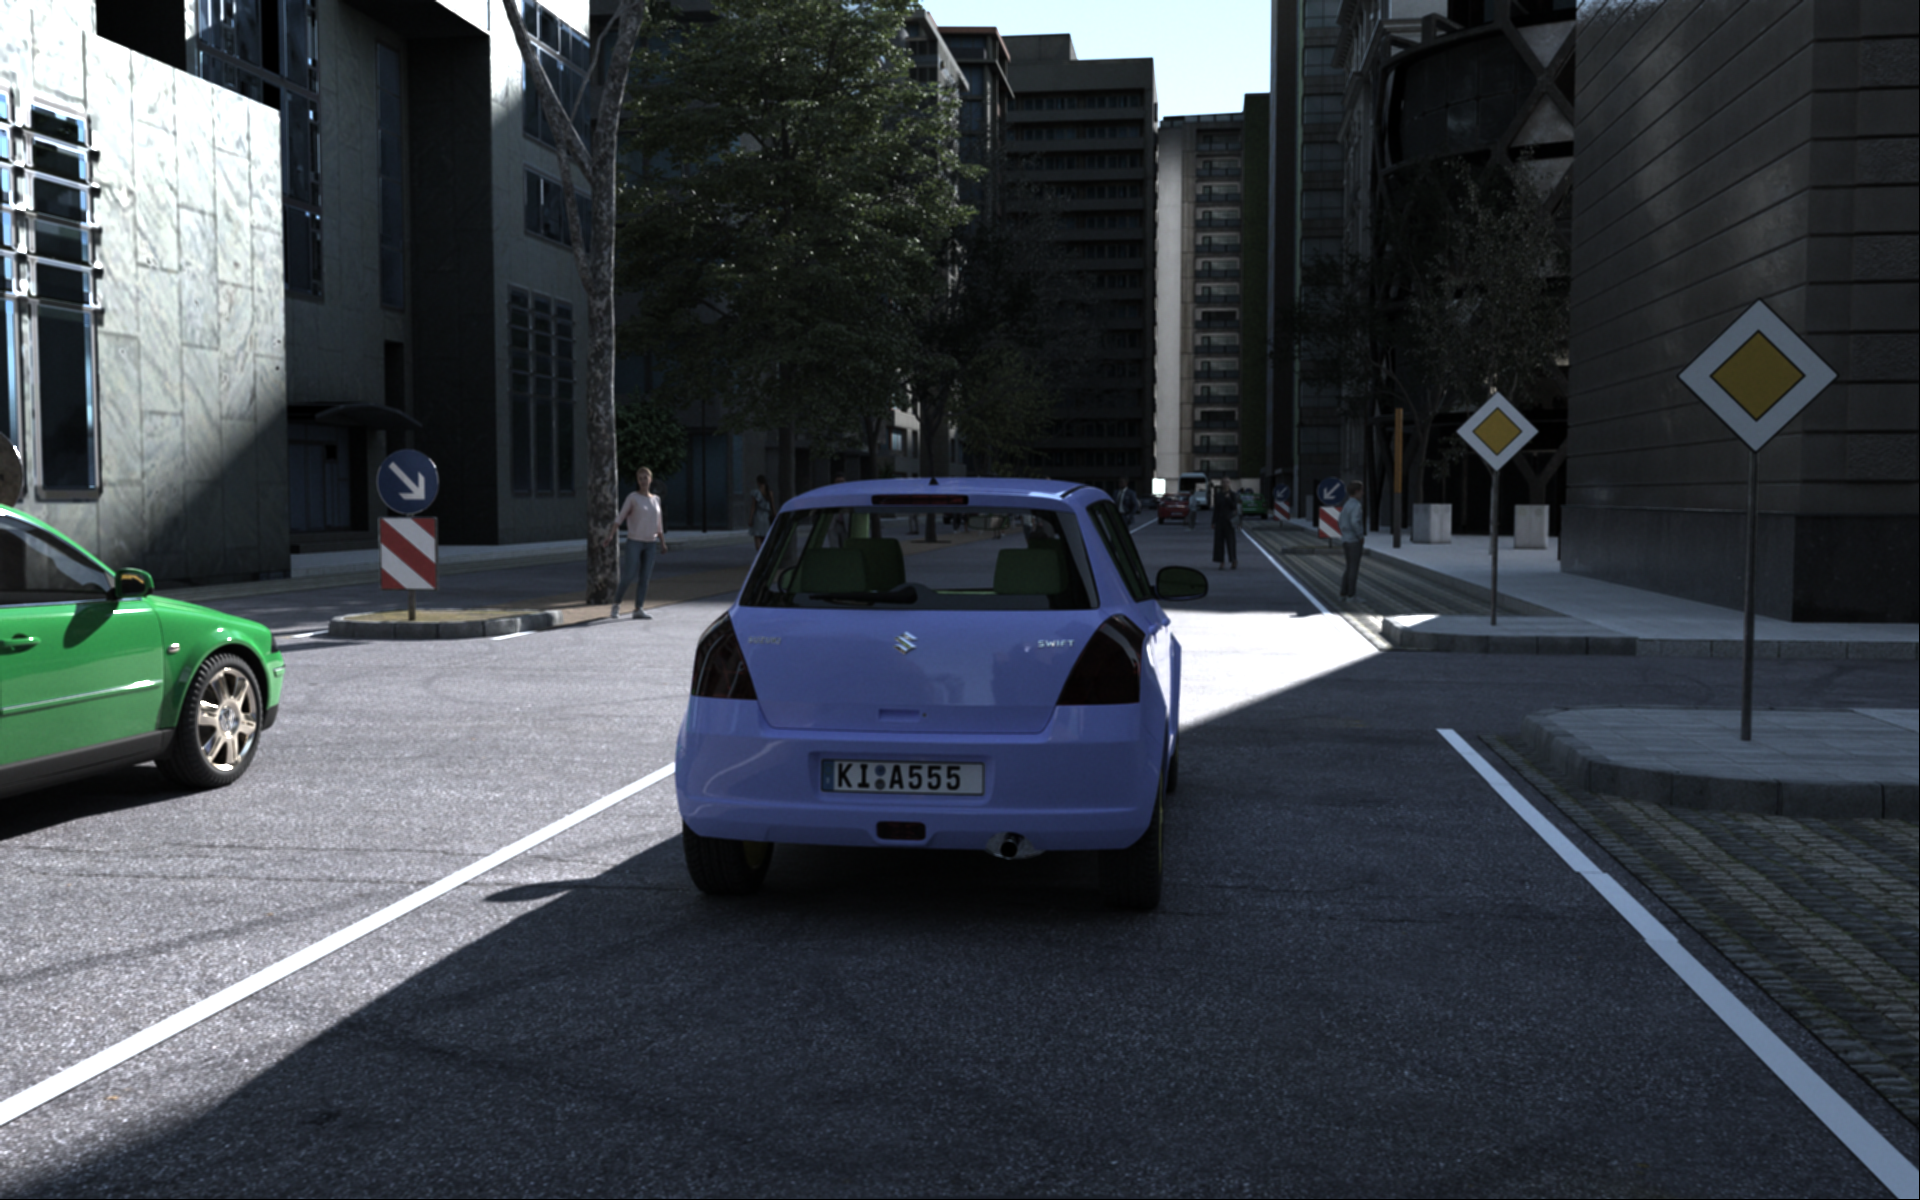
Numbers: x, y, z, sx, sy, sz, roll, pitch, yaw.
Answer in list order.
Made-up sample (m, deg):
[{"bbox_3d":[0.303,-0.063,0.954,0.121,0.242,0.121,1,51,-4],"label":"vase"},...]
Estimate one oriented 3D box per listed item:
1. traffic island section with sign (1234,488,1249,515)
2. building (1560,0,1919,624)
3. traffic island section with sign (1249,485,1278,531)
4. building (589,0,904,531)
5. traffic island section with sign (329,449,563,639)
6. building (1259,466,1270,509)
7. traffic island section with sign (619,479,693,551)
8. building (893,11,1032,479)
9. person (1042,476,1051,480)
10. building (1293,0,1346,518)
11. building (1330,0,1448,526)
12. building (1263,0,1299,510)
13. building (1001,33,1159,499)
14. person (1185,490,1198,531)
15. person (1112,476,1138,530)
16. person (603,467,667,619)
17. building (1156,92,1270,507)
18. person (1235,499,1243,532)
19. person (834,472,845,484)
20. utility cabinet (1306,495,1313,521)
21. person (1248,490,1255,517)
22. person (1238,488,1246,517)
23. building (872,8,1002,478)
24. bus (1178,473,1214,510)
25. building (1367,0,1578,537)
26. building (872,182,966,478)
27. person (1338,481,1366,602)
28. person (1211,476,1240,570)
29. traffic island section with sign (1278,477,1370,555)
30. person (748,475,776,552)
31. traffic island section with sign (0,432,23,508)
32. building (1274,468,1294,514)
[{"bbox_3d":[19.562,-6.691,118.029,1.989,1.847,2.006,0,4,8],"label":"traffic island section with sign"},{"bbox_3d":[21.097,-13.644,20.345,25.104,27.353,12.463,0,4,8],"label":"building"},{"bbox_3d":[12.494,-3.635,68.057,1.989,1.847,2.006,0,4,8],"label":"traffic island section with sign"},{"bbox_3d":[-15.570,-27.715,72.741,23.786,49.044,30.456,0,4,8],"label":"building"},{"bbox_3d":[-5.480,-0.610,18.112,2.006,1.907,1.989,0,4,8],"label":"traffic island section with sign"},{"bbox_3d":[37.586,-43.737,153.344,20.563,71.187,20.611,0,4,8],"label":"building"},{"bbox_3d":[-7.981,-2.197,44.552,1.989,1.847,2.006,0,4,8],"label":"traffic island section with sign"},{"bbox_3d":[-8.505,-30.932,160.369,28.867,44.769,22.147,0,4,8],"label":"building"},{"bbox_3d":[1.771,-1.647,35.527,0.767,1.812,0.694,2,4,33],"label":"person"},{"bbox_3d":[26.265,-25.385,98.637,14.154,41.232,14.086,0,4,8],"label":"building"},{"bbox_3d":[24.400,-17.773,77.981,14.401,28.519,23.554,0,4,8],"label":"building"},{"bbox_3d":[31.716,-29.805,137.416,14.600,45.320,14.200,0,4,8],"label":"building"},{"bbox_3d":[10.478,-34.443,186.849,21.600,48.544,21.300,0,4,8],"label":"building"},{"bbox_3d":[9.053,-3.503,67.588,0.589,1.601,0.330,-3,5,-44],"label":"person"},{"bbox_3d":[3.287,-1.634,35.396,0.721,1.800,0.419,2,4,28],"label":"person"},{"bbox_3d":[-3.808,-0.657,19.908,0.598,1.740,0.731,3,4,38],"label":"person"},{"bbox_3d":[27.566,-30.391,180.493,14.086,41.232,14.154,0,4,8],"label":"building"},{"bbox_3d":[10.629,-3.236,66.091,0.332,1.250,0.352,1,4,20],"label":"person"},{"bbox_3d":[-1.967,-1.196,28.330,0.678,1.792,0.850,-1,4,-12],"label":"person"},{"bbox_3d":[16.597,-4.301,81.480,0.306,1.237,1.020,-1,4,-10],"label":"utility cabinet"},{"bbox_3d":[18.533,-6.190,110.647,0.436,1.711,0.756,-1,4,-23],"label":"person"},{"bbox_3d":[17.877,-6.178,109.514,0.705,1.824,1.348,3,5,39],"label":"person"},{"bbox_3d":[-13.078,-27.210,136.768,32.217,40.220,23.993,0,4,8],"label":"building"},{"bbox_3d":[21.604,-10.028,158.810,2.948,3.499,13.247,1,4,10],"label":"bus"},{"bbox_3d":[22.073,-11.608,57.250,16.820,18.784,16.811,0,4,8],"label":"building"},{"bbox_3d":[-15.259,-16.263,110.938,27.650,21.520,28.899,0,4,8],"label":"building"},{"bbox_3d":[5.185,-0.765,22.823,0.330,1.601,0.589,0,3,0],"label":"person"},{"bbox_3d":[5.045,-1.470,32.955,0.576,1.772,0.534,1,4,18],"label":"person"},{"bbox_3d":[8.708,-2.002,41.368,1.989,1.847,2.006,0,4,8],"label":"traffic island section with sign"},{"bbox_3d":[-3.846,-1.548,33.904,0.616,1.811,0.778,-1,4,-17],"label":"person"},{"bbox_3d":[-6.528,-0.162,10.779,2.006,1.907,1.989,0,4,8],"label":"traffic island section with sign"},{"bbox_3d":[38.014,-25.993,116.864,32.217,40.220,23.993,0,4,8],"label":"building"}]
